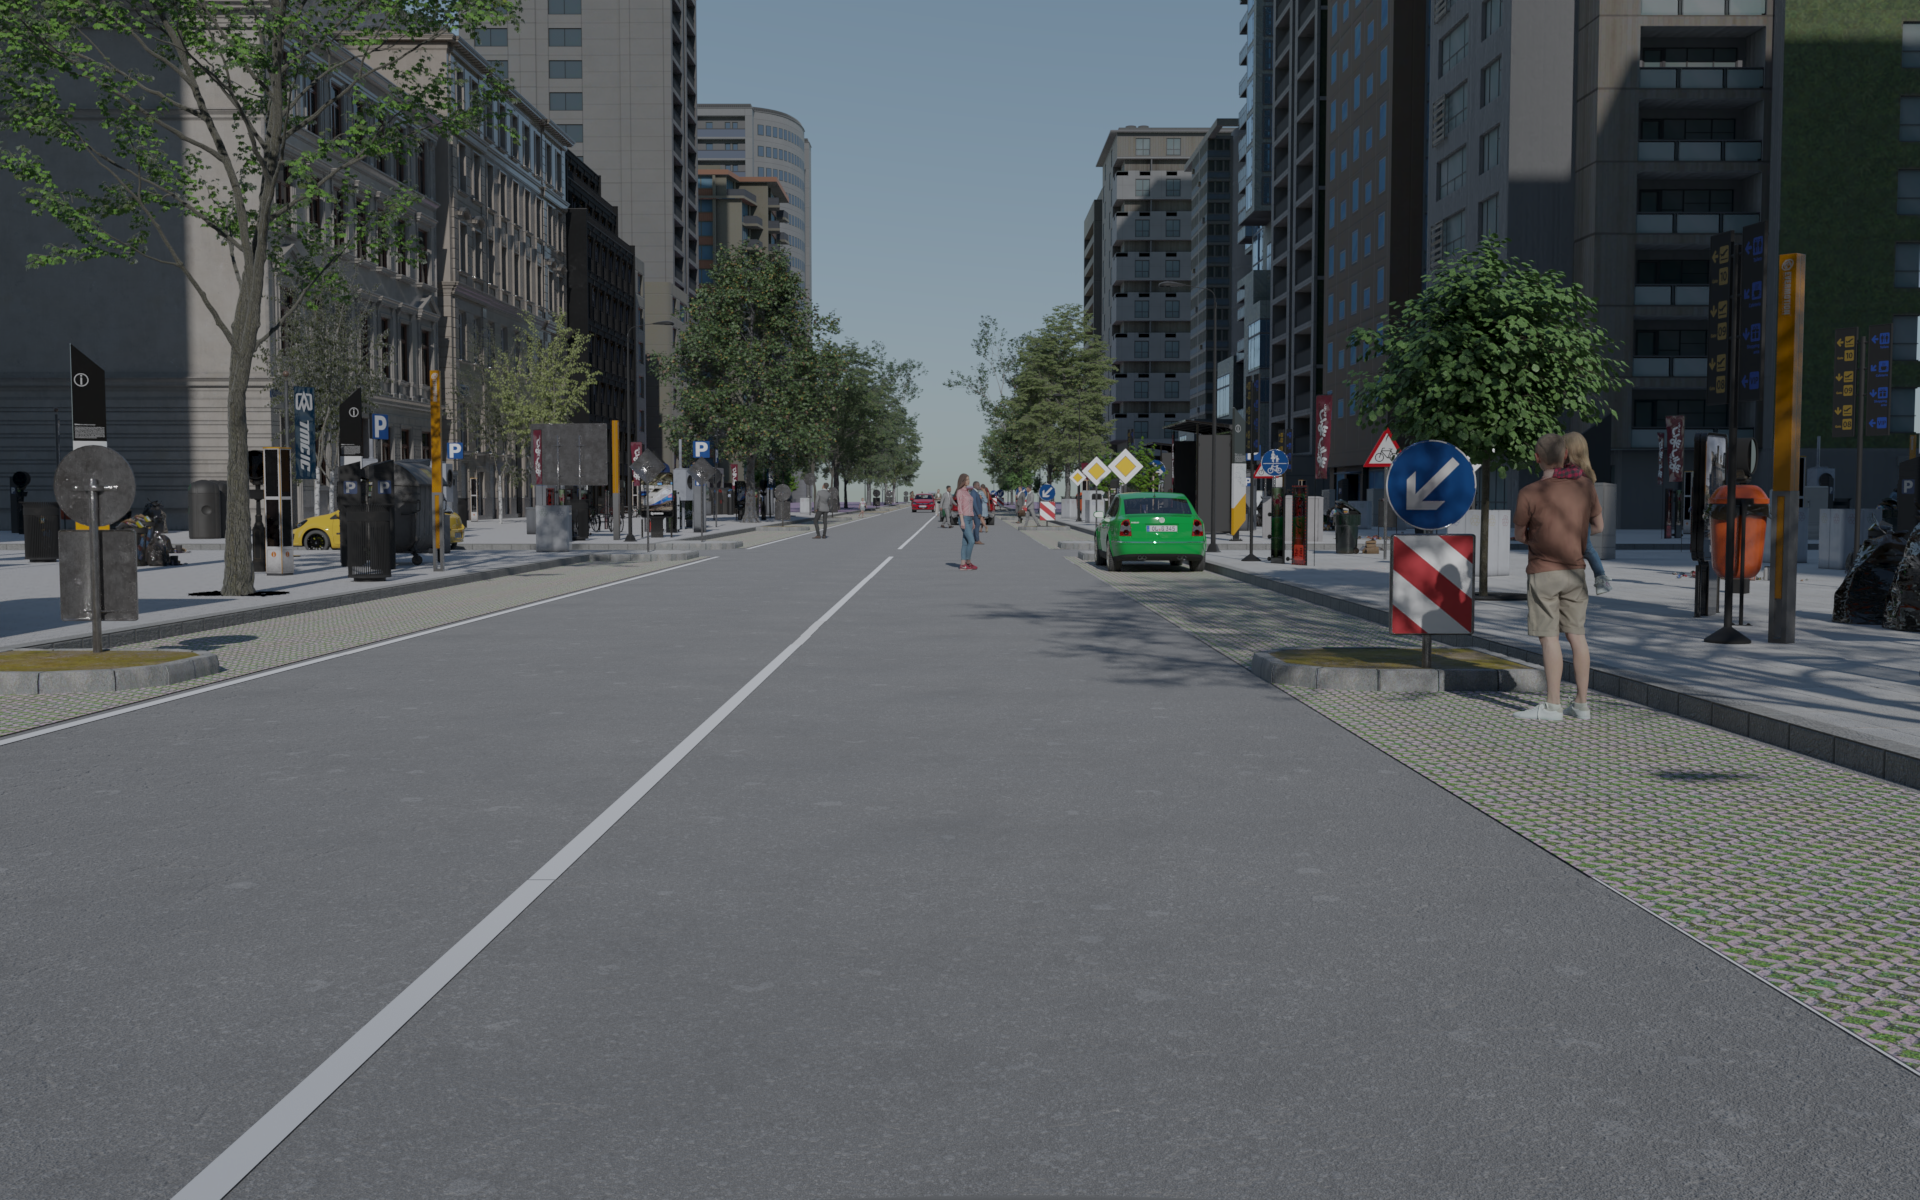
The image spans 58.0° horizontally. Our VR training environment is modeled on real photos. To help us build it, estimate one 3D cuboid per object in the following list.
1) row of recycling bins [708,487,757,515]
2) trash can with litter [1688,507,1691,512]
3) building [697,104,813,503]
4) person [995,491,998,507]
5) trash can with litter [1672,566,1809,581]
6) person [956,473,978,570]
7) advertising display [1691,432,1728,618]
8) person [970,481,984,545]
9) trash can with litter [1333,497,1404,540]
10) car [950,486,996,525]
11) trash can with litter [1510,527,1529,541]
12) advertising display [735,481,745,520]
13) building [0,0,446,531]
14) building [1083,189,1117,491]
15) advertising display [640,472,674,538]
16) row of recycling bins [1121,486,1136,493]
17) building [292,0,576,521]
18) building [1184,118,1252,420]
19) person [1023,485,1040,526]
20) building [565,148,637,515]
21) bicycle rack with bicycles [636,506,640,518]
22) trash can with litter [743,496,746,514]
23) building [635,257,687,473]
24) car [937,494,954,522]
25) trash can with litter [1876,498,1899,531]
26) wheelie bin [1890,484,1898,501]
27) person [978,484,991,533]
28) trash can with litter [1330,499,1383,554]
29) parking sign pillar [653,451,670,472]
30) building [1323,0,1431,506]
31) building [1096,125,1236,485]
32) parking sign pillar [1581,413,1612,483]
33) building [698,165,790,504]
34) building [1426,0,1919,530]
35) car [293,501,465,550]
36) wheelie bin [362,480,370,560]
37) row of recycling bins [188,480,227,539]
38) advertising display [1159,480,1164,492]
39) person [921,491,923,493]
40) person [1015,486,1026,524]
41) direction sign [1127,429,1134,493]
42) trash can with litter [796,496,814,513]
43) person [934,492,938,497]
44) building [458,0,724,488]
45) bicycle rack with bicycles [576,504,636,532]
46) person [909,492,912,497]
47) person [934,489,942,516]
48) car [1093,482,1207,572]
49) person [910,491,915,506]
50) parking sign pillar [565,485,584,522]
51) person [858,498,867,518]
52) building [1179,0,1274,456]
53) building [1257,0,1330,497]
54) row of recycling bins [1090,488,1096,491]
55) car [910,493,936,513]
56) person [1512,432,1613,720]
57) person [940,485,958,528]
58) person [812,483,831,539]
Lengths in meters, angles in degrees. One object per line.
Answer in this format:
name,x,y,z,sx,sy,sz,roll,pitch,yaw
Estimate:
row of recycling bins,-14.529,-6.367,111.217,3.534,1.692,1.069,-3,5,-39
trash can with litter,20.750,-2.232,47.879,1.055,1.170,0.624,0,4,4
building,-34.054,-44.020,261.724,21.231,58.520,28.212,0,3,0
person,3.698,-10.425,179.626,1.217,1.739,0.721,-2,4,-24
trash can with litter,11.709,-0.941,26.438,1.678,1.210,2.233,0,4,-4
person,0.113,-1.472,32.571,0.388,1.821,0.555,1,4,11
advertising display,7.909,-0.799,18.285,0.123,1.923,0.974,3,4,36
person,0.463,-2.494,49.453,0.419,1.800,0.721,0,4,-5
trash can with litter,11.766,-2.334,49.215,2.233,1.210,1.678,1,4,19
car,0.551,-4.425,81.023,2.281,1.827,5.304,0,4,-1
trash can with litter,15.691,-2.198,46.989,1.678,1.210,2.233,-3,5,-42
advertising display,-10.777,-4.872,84.871,0.123,1.923,0.974,1,4,18
building,-29.032,-14.281,69.652,11.583,22.565,21.152,0,3,0
building,30.588,-39.479,269.181,21.300,48.544,21.600,0,3,0
advertising display,-8.904,-2.791,50.851,0.974,1.923,0.123,-1,4,-14
row of recycling bins,8.594,-5.139,91.132,1.069,1.692,3.534,1,4,20
building,-29.348,-18.066,92.639,12.463,27.353,25.104,0,3,0
building,35.850,-29.304,170.996,32.217,40.220,23.993,0,3,0
person,2.944,-3.864,71.953,0.850,1.792,0.678,-1,4,-9
building,-28.786,-17.340,113.191,12.332,23.373,15.834,0,3,0
bicycle rack with bicycles,-18.214,-4.926,93.920,2.925,0.926,2.852,0,4,-5
trash can with litter,-12.511,-5.400,99.684,0.624,1.170,1.055,-2,4,-31
building,-37.398,-17.779,135.729,27.650,21.520,28.899,0,3,0
car,-0.147,-4.813,90.489,2.131,1.459,4.920,0,4,-1
trash can with litter,26.418,-2.292,48.856,1.055,1.170,0.624,-1,4,-22
wheelie bin,28.207,-2.679,51.709,0.980,1.594,0.693,-1,4,-14
person,0.902,-3.408,64.308,0.616,1.811,0.778,-2,4,-28
trash can with litter,8.530,-1.580,37.226,1.055,1.170,0.624,0,4,-7
parking sign pillar,-18.673,-7.345,108.566,1.447,3.967,1.447,2,4,29
building,26.394,-26.597,84.980,14.600,45.320,14.200,0,3,0
building,34.466,-40.070,244.390,28.713,52.752,27.495,0,3,0
parking sign pillar,20.989,-4.237,57.748,1.447,3.967,1.447,-1,4,-12
building,-34.635,-35.377,233.039,22.147,44.769,28.867,0,3,0
building,26.856,-23.435,66.760,14.086,41.232,14.154,0,3,0
car,-14.047,-1.929,41.771,3.980,1.641,2.015,0,4,2
wheelie bin,-11.502,-1.576,33.673,0.693,1.594,0.980,0,4,-6
row of recycling bins,-21.855,-2.679,50.917,1.069,1.692,3.534,-1,4,-11
advertising display,8.883,-4.393,77.036,0.123,1.923,0.974,1,4,22
person,-5.455,-14.620,247.552,0.705,1.822,1.348,-1,4,-9
person,2.922,-4.604,83.743,0.622,1.834,0.822,2,4,35
direction sign,5.951,-4.184,60.410,0.379,3.537,0.876,0,4,-8
trash can with litter,-10.378,-6.564,118.376,1.678,1.210,2.233,0,4,-4
person,-2.967,-13.558,230.997,1.217,1.723,0.721,0,4,-6
building,-32.772,-44.078,158.925,20.563,71.187,20.611,0,3,0
bicycle rack with bicycles,-12.768,-2.762,58.534,2.852,0.926,2.925,-1,4,-23
person,-6.936,-14.555,247.201,0.721,1.743,1.217,2,4,34
person,-1.387,-6.298,112.018,0.519,1.759,0.362,0,4,-7
car,3.585,-1.490,33.156,1.959,1.807,4.718,0,4,-1
person,-5.609,-12.058,205.653,0.705,1.823,1.348,3,4,36
parking sign pillar,-17.514,-5.521,78.747,1.447,3.967,1.447,1,4,12
person,-5.800,-5.497,103.397,0.505,1.210,0.382,-2,4,-26
building,31.210,-50.669,141.101,22.319,86.520,31.000,0,3,0
building,29.704,-41.058,109.550,20.563,71.187,20.611,0,3,0
row of recycling bins,8.158,-5.804,102.013,1.069,1.692,3.534,0,4,-1
car,-2.812,-7.744,135.657,2.155,1.783,4.494,0,4,2
person,3.840,-0.156,11.031,0.573,1.828,0.580,2,4,31
person,-0.518,-3.896,72.472,0.850,1.792,0.678,3,5,40
person,-4.451,-2.874,55.671,0.592,1.802,0.473,-1,4,-21
